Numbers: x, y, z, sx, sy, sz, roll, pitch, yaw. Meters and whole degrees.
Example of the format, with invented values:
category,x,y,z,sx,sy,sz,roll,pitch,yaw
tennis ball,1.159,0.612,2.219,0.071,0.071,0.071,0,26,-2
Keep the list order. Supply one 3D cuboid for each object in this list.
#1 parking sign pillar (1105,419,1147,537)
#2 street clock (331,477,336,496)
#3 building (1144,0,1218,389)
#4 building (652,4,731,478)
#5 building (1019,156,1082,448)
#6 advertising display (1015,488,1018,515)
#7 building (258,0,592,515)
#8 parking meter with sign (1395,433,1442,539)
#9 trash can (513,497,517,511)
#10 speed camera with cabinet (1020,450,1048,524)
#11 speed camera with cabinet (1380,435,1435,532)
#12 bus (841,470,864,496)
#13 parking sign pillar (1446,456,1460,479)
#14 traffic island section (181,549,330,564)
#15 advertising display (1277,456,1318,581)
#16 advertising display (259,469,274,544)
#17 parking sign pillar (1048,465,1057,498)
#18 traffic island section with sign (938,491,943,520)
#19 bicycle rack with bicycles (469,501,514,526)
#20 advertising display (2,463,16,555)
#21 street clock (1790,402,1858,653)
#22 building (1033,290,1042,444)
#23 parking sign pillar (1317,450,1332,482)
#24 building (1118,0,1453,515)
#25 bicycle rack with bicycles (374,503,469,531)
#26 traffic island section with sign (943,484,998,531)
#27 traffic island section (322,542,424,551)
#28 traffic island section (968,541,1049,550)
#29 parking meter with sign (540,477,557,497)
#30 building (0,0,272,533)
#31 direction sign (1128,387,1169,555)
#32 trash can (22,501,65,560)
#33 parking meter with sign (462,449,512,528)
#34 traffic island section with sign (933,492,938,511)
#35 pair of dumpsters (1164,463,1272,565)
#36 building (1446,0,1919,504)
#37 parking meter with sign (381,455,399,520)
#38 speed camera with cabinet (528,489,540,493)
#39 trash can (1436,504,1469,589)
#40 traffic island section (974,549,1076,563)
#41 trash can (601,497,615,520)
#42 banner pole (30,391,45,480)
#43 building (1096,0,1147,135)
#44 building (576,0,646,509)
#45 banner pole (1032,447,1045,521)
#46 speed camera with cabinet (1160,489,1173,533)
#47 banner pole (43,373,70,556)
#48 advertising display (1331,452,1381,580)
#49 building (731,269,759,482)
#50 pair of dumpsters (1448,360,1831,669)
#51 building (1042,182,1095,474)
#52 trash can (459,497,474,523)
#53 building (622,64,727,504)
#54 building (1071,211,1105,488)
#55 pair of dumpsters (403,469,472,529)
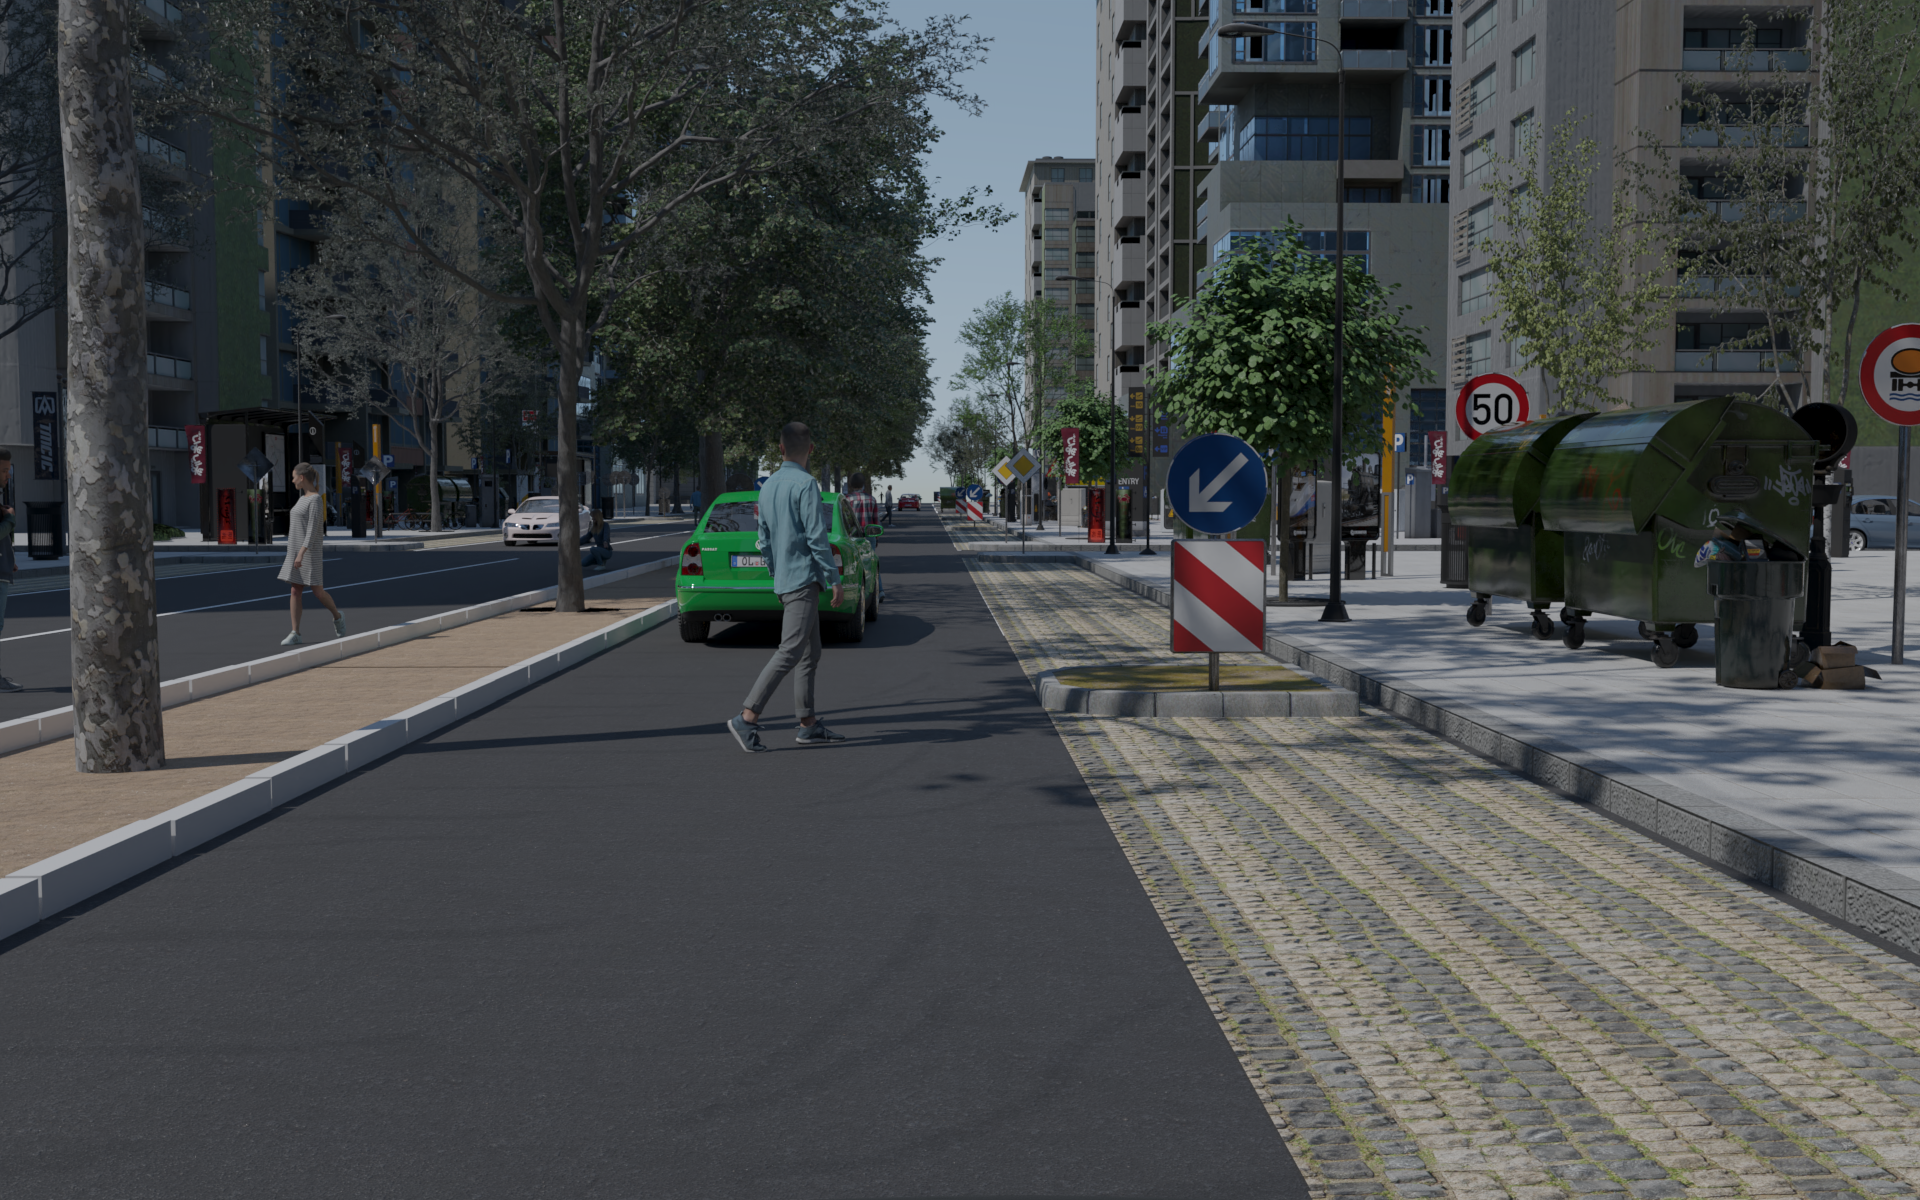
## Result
category,x,y,z,sx,sy,sz,roll,pitch,yaw
parking sign pillar,5.063,-3.920,52.561,1.447,3.967,1.447,2,4,32
street clock,-26.668,-4.243,73.937,0.358,2.002,0.471,-1,4,-9
building,23.503,-42.437,132.102,20.563,71.187,20.611,0,4,-1
building,-42.037,-49.737,251.448,20.563,71.187,20.611,0,4,-1
building,24.046,-41.387,265.919,28.713,52.752,27.495,0,4,-1
advertising display,3.676,-6.286,107.984,0.974,1.923,0.123,0,4,-2
building,-41.123,-29.299,133.664,22.147,44.769,28.867,0,4,-1
parking meter with sign,13.226,-3.280,49.882,1.738,3.016,0.543,-2,4,-31
trash can,-21.376,-4.437,84.198,0.748,1.137,0.748,0,3,0
speed camera with cabinet,3.183,-4.871,73.983,0.660,3.252,2.038,1,4,22
speed camera with cabinet,15.084,-3.942,58.787,0.660,3.252,2.038,-3,5,-45
bus,-10.849,-11.578,180.850,2.896,3.916,12.252,0,4,-1
parking sign pillar,20.784,-5.231,73.996,1.447,3.967,1.447,-1,4,-18
traffic island section,-15.004,-0.895,36.913,2.009,0.180,2.903,0,4,-1
advertising display,4.988,-1.248,25.612,0.123,1.923,0.974,3,5,40
advertising display,-17.795,-2.399,44.430,0.123,1.923,0.974,-2,4,-35
parking sign pillar,6.543,-7.791,115.847,1.447,3.967,1.447,1,4,13
traffic island section with sign,-0.065,-5.286,95.049,1.989,1.847,2.006,0,4,-1
bicycle rack with bicycles,-19.354,-3.492,70.483,2.852,0.926,2.925,-2,4,-24
advertising display,-19.987,-1.908,36.411,0.123,1.923,0.974,-1,4,-22
street clock,6.826,-0.563,13.773,0.471,2.002,0.358,3,5,45
building,17.245,-28.961,245.210,14.160,30.474,14.107,0,4,-1
parking sign pillar,15.809,-5.346,75.878,1.447,3.967,1.447,0,4,5
building,22.071,-48.068,98.582,22.319,86.520,31.000,0,4,-1
bicycle rack with bicycles,-19.062,-2.928,61.258,2.925,0.926,2.852,-1,4,-12
traffic island section with sign,0.454,-3.637,68.099,1.989,1.847,2.006,0,4,-1
traffic island section,-15.159,-1.383,44.896,2.009,0.180,2.903,0,4,-1
traffic island section,1.229,-1.402,45.209,2.009,0.180,2.903,0,4,-1
parking meter with sign,-18.611,-5.019,78.317,1.738,3.016,0.543,-1,4,-11
building,-34.251,-23.081,60.975,14.154,41.232,14.086,0,4,-1
direction sign,3.980,-2.727,36.577,0.876,3.537,0.379,1,4,20
trash can,-17.775,-1.345,33.636,0.748,1.137,0.748,0,3,0
parking meter with sign,-18.172,-4.310,66.735,1.738,3.016,0.543,-2,4,-31
traffic island section with sign,-1.025,-8.284,144.069,1.989,1.847,2.006,0,4,-1
pair of dumpsters,4.990,-1.885,33.313,1.574,2.255,4.437,0,4,-1
building,27.175,-23.281,64.232,14.086,41.232,14.154,0,4,-1
parking meter with sign,-24.970,-4.880,76.044,0.543,3.016,1.738,-2,4,-27
speed camera with cabinet,-28.953,-7.555,117.852,0.660,3.252,2.038,1,4,11
trash can,6.866,-0.731,23.603,0.748,1.137,0.748,0,3,0
traffic island section,1.385,-0.914,37.225,2.009,0.180,2.903,0,4,-1
trash can,-17.754,-4.626,87.288,0.748,1.137,0.748,0,3,0
banner pole,-19.480,-2.891,37.289,0.863,3.779,0.401,-2,4,-28
building,26.865,-34.710,156.742,28.713,52.752,27.495,0,4,-1
building,-41.537,-51.963,162.265,22.319,86.520,31.000,0,4,-1
banner pole,3.765,-5.604,81.646,0.863,3.779,0.401,2,4,30
speed camera with cabinet,7.635,-3.828,56.917,2.038,3.252,0.660,2,4,31
banner pole,-18.702,-2.826,36.214,0.401,3.779,0.863,-1,4,-10
advertising display,5.906,-1.262,25.843,0.974,1.923,0.123,-3,4,-37
building,-39.145,-35.876,270.161,14.154,41.232,14.086,0,4,-1
pair of dumpsters,5.564,-0.746,14.691,1.574,2.255,4.437,0,4,-1
building,17.718,-33.383,229.410,14.154,41.232,14.086,0,4,-1
trash can,-20.771,-3.745,72.876,0.748,1.137,0.748,0,3,0
building,-42.866,-41.924,227.448,21.231,58.520,28.212,0,4,-1
building,18.345,-24.889,178.630,14.160,30.474,14.107,0,4,-1
pair of dumpsters,-20.000,-3.906,66.364,1.574,2.255,4.437,0,4,-1
